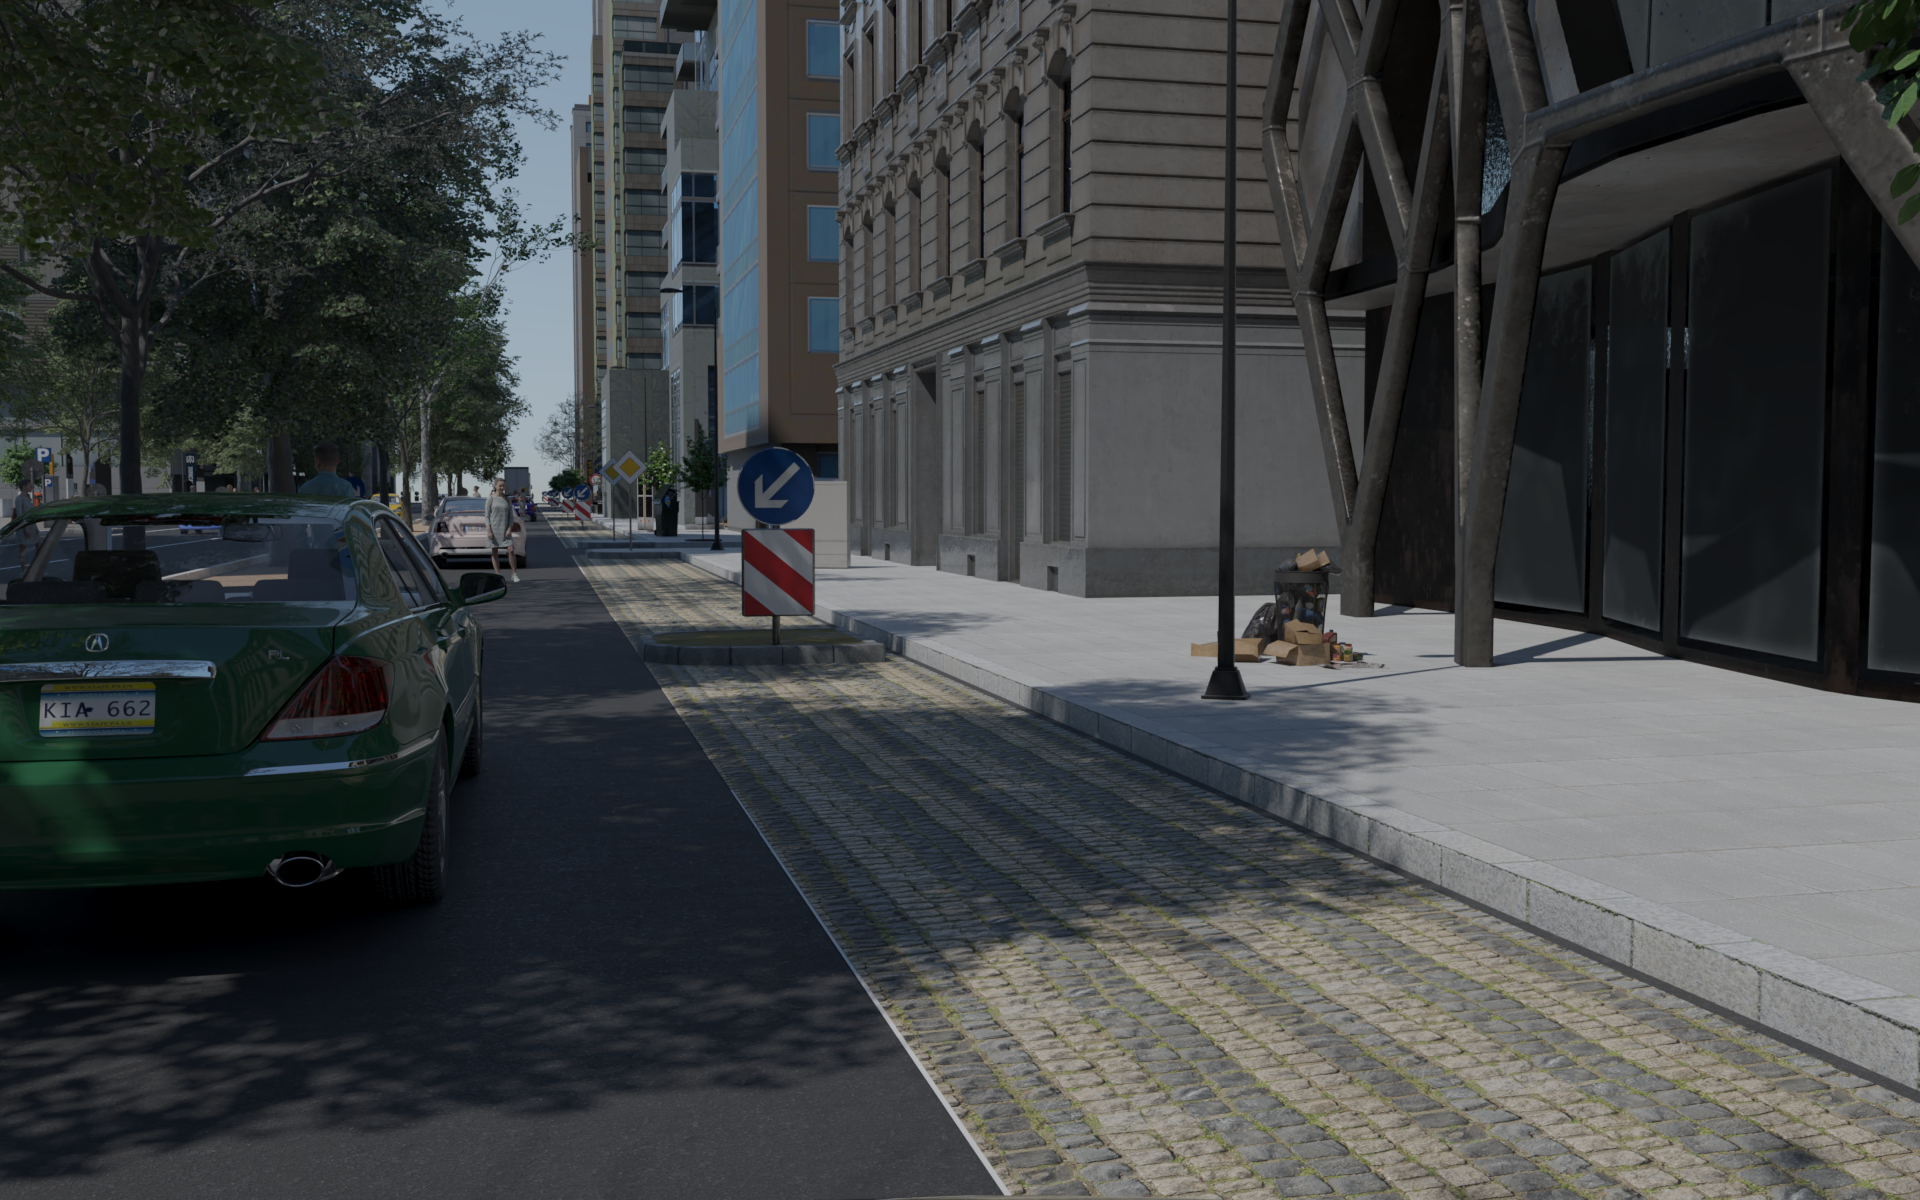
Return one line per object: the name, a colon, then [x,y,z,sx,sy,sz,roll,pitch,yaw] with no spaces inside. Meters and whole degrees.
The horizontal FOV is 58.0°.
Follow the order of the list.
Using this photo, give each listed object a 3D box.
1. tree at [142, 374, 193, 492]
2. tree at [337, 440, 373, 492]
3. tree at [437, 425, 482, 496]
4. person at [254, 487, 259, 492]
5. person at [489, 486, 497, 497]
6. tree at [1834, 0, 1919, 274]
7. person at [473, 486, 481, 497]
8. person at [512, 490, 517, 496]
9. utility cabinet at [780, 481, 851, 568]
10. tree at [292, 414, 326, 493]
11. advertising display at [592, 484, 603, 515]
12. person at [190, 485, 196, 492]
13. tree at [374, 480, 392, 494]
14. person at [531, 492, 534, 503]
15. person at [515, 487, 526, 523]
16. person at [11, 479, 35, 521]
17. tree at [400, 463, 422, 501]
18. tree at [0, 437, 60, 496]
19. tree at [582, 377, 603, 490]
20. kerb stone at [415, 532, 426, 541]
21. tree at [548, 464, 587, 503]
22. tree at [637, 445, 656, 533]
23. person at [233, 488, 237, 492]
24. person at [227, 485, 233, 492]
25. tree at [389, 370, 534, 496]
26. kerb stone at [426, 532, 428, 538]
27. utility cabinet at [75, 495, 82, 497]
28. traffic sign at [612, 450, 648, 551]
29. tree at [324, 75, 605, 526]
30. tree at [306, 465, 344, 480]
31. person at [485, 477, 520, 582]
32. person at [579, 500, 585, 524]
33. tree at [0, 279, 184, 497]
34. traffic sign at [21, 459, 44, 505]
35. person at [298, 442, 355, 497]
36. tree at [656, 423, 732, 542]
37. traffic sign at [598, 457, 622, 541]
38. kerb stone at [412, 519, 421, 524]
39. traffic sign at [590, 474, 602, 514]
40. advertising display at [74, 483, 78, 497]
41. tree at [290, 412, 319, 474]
tree: [-46.317,-9.210,100.946,4.737,8.622,4.395,0,3,0]
tree: [-62.890,-14.047,180.023,4.360,8.622,3.978,0,3,0]
tree: [-31.136,-9.377,106.135,4.737,8.622,4.395,0,3,0]
person: [-38.670,-5.288,95.202,0.529,1.795,0.600,-3,4,-38]
person: [-17.619,-3.485,66.074,0.643,1.750,0.593,3,4,36]
tree: [3.383,-1.224,3.723,4.285,4.588,4.351,0,3,0]
person: [-20.128,-3.852,71.822,0.599,1.781,0.374,2,4,32]
person: [-34.119,-7.540,132.497,1.217,1.743,0.721,2,4,31]
utility cabinet: [-2.488,-1.295,29.851,1.173,1.500,0.318,0,4,8]
tree: [-51.607,-11.328,135.571,4.737,8.622,4.395,0,3,0]
advertising display: [-22.462,-6.296,108.152,0.974,1.923,0.123,-2,4,-23]
person: [-32.827,-4.017,74.347,0.590,1.801,0.661,-2,4,-33]
tree: [-73.244,-13.762,219.608,1.663,3.219,1.824,0,3,0]
person: [-66.715,-15.932,269.788,0.445,1.727,0.742,3,5,44]
person: [-21.684,-4.685,85.453,0.532,1.782,0.716,-1,4,-15]
person: [-16.251,-1.263,30.160,0.522,1.701,0.512,0,4,-4]
tree: [-84.597,-19.380,267.220,4.360,8.622,3.978,0,3,0]
tree: [-53.666,-7.087,99.590,4.285,4.588,4.351,0,3,0]
tree: [-20.531,-9.322,102.784,4.360,8.622,3.978,0,3,0]
kerb stone: [-16.991,-1.976,54.506,0.120,0.150,1.000,-1,4,-14]
tree: [-42.265,-12.521,188.424,4.285,4.588,4.351,0,3,0]
tree: [-10.129,-3.883,58.089,1.663,3.219,1.824,0,3,0]
person: [-39.843,-5.272,95.243,0.519,1.759,0.362,-3,5,-40]
person: [-24.839,-3.016,58.490,0.598,1.740,0.731,2,4,24]
tree: [-33.039,-11.906,114.125,9.611,12.733,9.660,0,3,0]
kerb stone: [-17.236,-2.037,55.498,0.120,0.150,1.000,-1,4,-14]
utility cabinet: [-45.068,-4.743,88.702,0.306,1.237,1.020,-3,4,-37]
traffic sign: [-7.487,-2.182,39.312,0.795,2.450,0.064,-1,4,-14]
tree: [-22.551,-13.350,76.612,12.611,20.169,13.585,0,3,0]
tree: [-58.886,-10.820,160.614,4.285,4.588,4.351,0,3,0]
person: [-7.497,-1.147,28.258,0.512,1.701,0.522,-2,4,-32]
person: [-18.207,-4.567,83.745,0.524,1.755,0.480,-2,4,-25]
tree: [-36.454,-8.437,72.353,7.601,10.594,8.767,0,4,-6]
traffic sign: [-33.510,-3.823,62.613,0.768,2.556,0.104,-1,4,-13]
person: [-5.032,-0.325,13.674,0.638,1.841,0.748,2,4,33]
tree: [-7.108,-3.204,46.987,1.663,3.219,1.824,0,3,0]
traffic sign: [-9.413,-2.656,47.063,0.795,2.450,0.064,-1,4,-14]
kerb stone: [-26.935,-3.887,85.833,0.120,0.150,1.000,-1,4,-14]
traffic sign: [-22.983,-6.687,109.440,0.768,2.556,0.104,-1,4,-9]
advertising display: [-51.511,-5.836,100.634,0.123,1.923,0.974,0,4,-7]
tree: [-50.622,-11.035,130.780,4.360,8.622,3.978,0,3,0]
